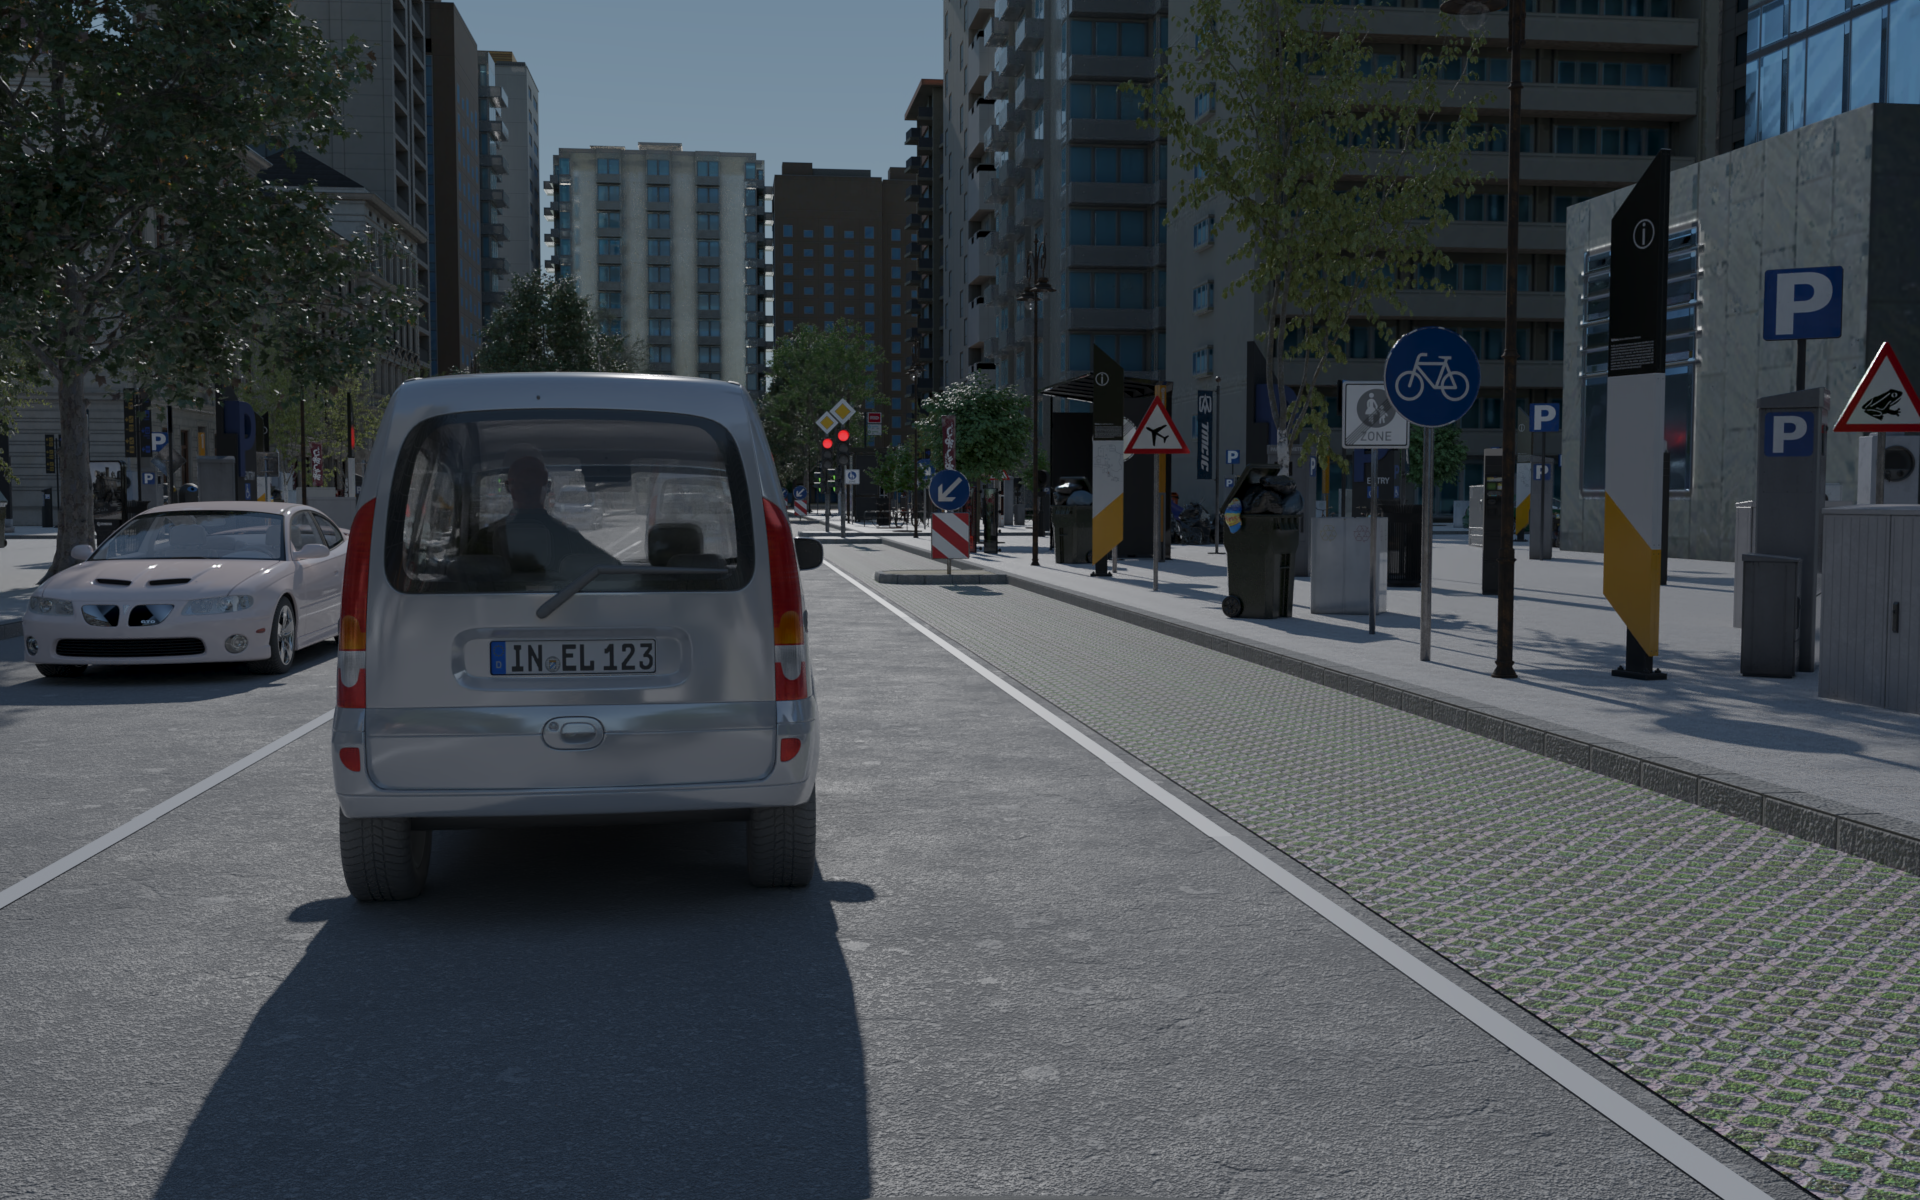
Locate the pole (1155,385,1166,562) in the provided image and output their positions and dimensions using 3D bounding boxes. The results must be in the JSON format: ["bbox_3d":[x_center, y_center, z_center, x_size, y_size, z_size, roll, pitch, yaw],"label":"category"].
[{"bbox_3d":[3.756,-2.366,32.532,0.158,3.312,0.155,0,3,0],"label":"pole"}]

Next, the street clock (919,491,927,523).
[{"bbox_3d":[-1.633,-4.450,77.323,0.358,2.002,0.471,0,4,-5],"label":"street clock"}]

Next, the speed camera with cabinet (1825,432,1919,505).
[{"bbox_3d":[13.232,-1.940,26.050,2.038,3.252,0.660,0,4,8],"label":"speed camera with cabinet"}]

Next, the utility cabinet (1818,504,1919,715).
[{"bbox_3d":[5.639,0.043,10.455,0.306,1.237,1.020,-1,4,-9],"label":"utility cabinet"}]

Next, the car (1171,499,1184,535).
[{"bbox_3d":[5.334,-2.620,55.423,3.894,1.354,1.945,-1,4,-8],"label":"car"}]

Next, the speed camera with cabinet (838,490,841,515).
[{"bbox_3d":[-7.380,-7.006,108.879,0.660,3.252,2.038,0,4,-4],"label":"speed camera with cabinet"}]

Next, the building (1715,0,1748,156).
[{"bbox_3d":[50.521,-39.728,87.802,20.611,71.187,20.563,0,4,-8],"label":"building"}]

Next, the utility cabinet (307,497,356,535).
[{"bbox_3d":[-13.526,-1.594,37.224,1.020,1.237,0.306,-2,4,-34],"label":"utility cabinet"}]

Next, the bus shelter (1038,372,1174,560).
[{"bbox_3d":[2.946,-2.769,36.550,1.731,3.624,6.357,0,4,-8],"label":"bus shelter"}]

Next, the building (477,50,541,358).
[{"bbox_3d":[-70.936,-42.237,232.568,28.212,58.520,21.231,0,4,-8],"label":"building"}]

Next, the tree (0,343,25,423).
[{"bbox_3d":[-21.403,-5.299,37.005,4.737,8.622,4.395,0,3,0],"label":"tree"}]

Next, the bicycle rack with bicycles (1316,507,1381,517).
[{"bbox_3d":[10.807,-2.095,47.641,2.852,0.926,2.925,2,4,30],"label":"bicycle rack with bicycles"}]

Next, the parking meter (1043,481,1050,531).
[{"bbox_3d":[3.014,-3.316,59.921,0.399,1.863,0.255,0,4,5],"label":"parking meter"}]

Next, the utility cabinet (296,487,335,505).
[{"bbox_3d":[-21.045,-2.931,56.608,1.173,1.500,0.318,-2,4,-30],"label":"utility cabinet"}]

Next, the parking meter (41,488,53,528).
[{"bbox_3d":[-35.020,-3.549,66.435,0.372,1.533,0.369,0,3,0],"label":"parking meter"}]

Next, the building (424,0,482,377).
[{"bbox_3d":[-51.120,-30.917,155.605,14.600,45.320,14.200,0,4,-8],"label":"building"}]

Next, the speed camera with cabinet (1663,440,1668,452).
[{"bbox_3d":[21.911,-3.622,53.563,0.660,3.252,2.038,2,4,27],"label":"speed camera with cabinet"}]

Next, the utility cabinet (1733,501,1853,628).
[{"bbox_3d":[7.960,-0.331,16.577,1.020,1.237,0.306,0,4,-6],"label":"utility cabinet"}]

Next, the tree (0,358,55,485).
[{"bbox_3d":[-25.484,-5.793,45.073,4.360,8.622,3.978,0,3,0],"label":"tree"}]

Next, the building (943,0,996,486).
[{"bbox_3d":[13.411,-34.581,154.646,28.713,52.752,27.495,0,4,-8],"label":"building"}]

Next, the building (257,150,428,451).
[{"bbox_3d":[-43.447,-17.681,117.964,11.050,23.489,19.941,0,4,-8],"label":"building"}]

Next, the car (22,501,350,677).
[{"bbox_3d":[-6.454,-0.170,15.147,2.083,1.381,4.827,0,4,-7],"label":"car"}]

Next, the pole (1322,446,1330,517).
[{"bbox_3d":[15.274,-4.812,72.511,0.158,3.312,0.155,0,3,0],"label":"pole"}]

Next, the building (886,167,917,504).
[{"bbox_3d":[-4.178,-36.117,240.618,14.200,45.320,14.600,0,4,-8],"label":"building"}]

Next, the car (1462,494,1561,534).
[{"bbox_3d":[19.466,-2.854,58.454,4.920,1.459,2.131,0,4,-8],"label":"car"}]

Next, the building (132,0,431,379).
[{"bbox_3d":[-51.374,-42.752,137.252,20.563,71.187,20.611,0,4,-8],"label":"building"}]

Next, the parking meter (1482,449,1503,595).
[{"bbox_3d":[6.803,-1.000,22.069,0.255,1.863,0.399,1,4,15],"label":"parking meter"}]

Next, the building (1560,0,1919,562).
[{"bbox_3d":[26.734,-43.434,22.815,22.319,86.520,31.000,0,4,-8],"label":"building"}]

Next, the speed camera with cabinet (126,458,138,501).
[{"bbox_3d":[-33.299,-4.495,67.829,2.038,3.252,0.660,0,4,0],"label":"speed camera with cabinet"}]

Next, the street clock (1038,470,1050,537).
[{"bbox_3d":[2.438,-2.894,51.888,0.471,2.002,0.358,2,4,27],"label":"street clock"}]

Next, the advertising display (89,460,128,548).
[{"bbox_3d":[-16.330,-1.705,33.087,0.974,1.923,0.123,1,4,19],"label":"advertising display"}]

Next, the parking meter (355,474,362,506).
[{"bbox_3d":[-17.177,-2.698,49.825,0.399,1.863,0.255,2,4,24],"label":"parking meter"}]

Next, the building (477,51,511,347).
[{"bbox_3d":[-62.032,-34.068,176.622,30.456,49.044,23.786,0,4,-8],"label":"building"}]

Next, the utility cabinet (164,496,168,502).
[{"bbox_3d":[-27.513,-2.956,59.495,0.306,1.237,1.020,1,4,19],"label":"utility cabinet"}]

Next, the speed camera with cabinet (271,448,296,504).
[{"bbox_3d":[-27.489,-4.709,71.334,2.038,3.252,0.660,2,4,33],"label":"speed camera with cabinet"}]

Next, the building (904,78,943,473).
[{"bbox_3d":[5.743,-32.314,182.961,22.147,44.769,28.867,0,4,-8],"label":"building"}]

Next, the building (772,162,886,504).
[{"bbox_3d":[-18.321,-35.903,237.128,14.200,45.320,14.600,0,4,-8],"label":"building"}]

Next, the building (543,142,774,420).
[{"bbox_3d":[-41.060,-37.857,238.564,30.456,49.044,23.786,0,4,-8],"label":"building"}]

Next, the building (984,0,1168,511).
[{"bbox_3d":[13.693,-30.047,110.879,23.786,49.044,30.456,0,4,-8],"label":"building"}]

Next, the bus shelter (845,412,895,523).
[{"bbox_3d":[-4.548,-6.396,82.199,2.179,5.291,8.768,0,4,-8],"label":"bus shelter"}]

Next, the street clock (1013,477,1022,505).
[{"bbox_3d":[2.467,-4.256,74.157,0.358,2.002,0.471,2,4,25],"label":"street clock"}]

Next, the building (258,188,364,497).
[{"bbox_3d":[-40.961,-14.315,98.677,10.561,19.102,19.286,0,4,-8],"label":"building"}]

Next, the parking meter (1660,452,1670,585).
[{"bbox_3d":[9.856,-1.152,24.541,0.255,1.863,0.399,0,4,3],"label":"parking meter"}]

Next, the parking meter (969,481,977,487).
[{"bbox_3d":[0.348,-2.665,49.276,0.399,1.863,0.255,-2,4,-30],"label":"parking meter"}]

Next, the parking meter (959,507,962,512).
[{"bbox_3d":[0.105,-3.913,72.388,0.372,1.533,0.369,0,3,0],"label":"parking meter"}]

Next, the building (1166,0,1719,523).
[{"bbox_3d":[21.586,-28.231,85.279,21.600,48.544,21.300,0,4,-8],"label":"building"}]

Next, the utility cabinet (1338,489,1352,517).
[{"bbox_3d":[16.175,-3.911,72.624,0.318,1.500,1.173,2,4,26],"label":"utility cabinet"}]

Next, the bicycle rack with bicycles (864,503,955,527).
[{"bbox_3d":[-2.273,-3.308,67.467,2.852,0.926,2.925,3,5,44],"label":"bicycle rack with bicycles"}]

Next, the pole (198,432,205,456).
[{"bbox_3d":[-25.117,-3.889,57.434,0.158,3.312,0.155,0,3,0],"label":"pole"}]

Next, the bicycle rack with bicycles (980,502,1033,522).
[{"bbox_3d":[2.078,-3.980,78.455,2.852,0.926,2.925,3,5,39],"label":"bicycle rack with bicycles"}]

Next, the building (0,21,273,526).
[{"bbox_3d":[-39.477,-14.778,77.783,11.583,22.565,21.152,0,4,-8],"label":"building"}]

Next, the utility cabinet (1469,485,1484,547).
[{"bbox_3d":[12.652,-2.024,41.774,0.318,1.500,1.173,0,4,-7],"label":"utility cabinet"}]

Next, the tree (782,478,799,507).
[{"bbox_3d":[-17.352,-11.187,177.502,1.663,3.219,1.824,0,3,0],"label":"tree"}]

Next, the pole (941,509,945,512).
[{"bbox_3d":[-0.710,-4.839,72.957,0.158,3.312,0.155,0,3,0],"label":"pole"}]
